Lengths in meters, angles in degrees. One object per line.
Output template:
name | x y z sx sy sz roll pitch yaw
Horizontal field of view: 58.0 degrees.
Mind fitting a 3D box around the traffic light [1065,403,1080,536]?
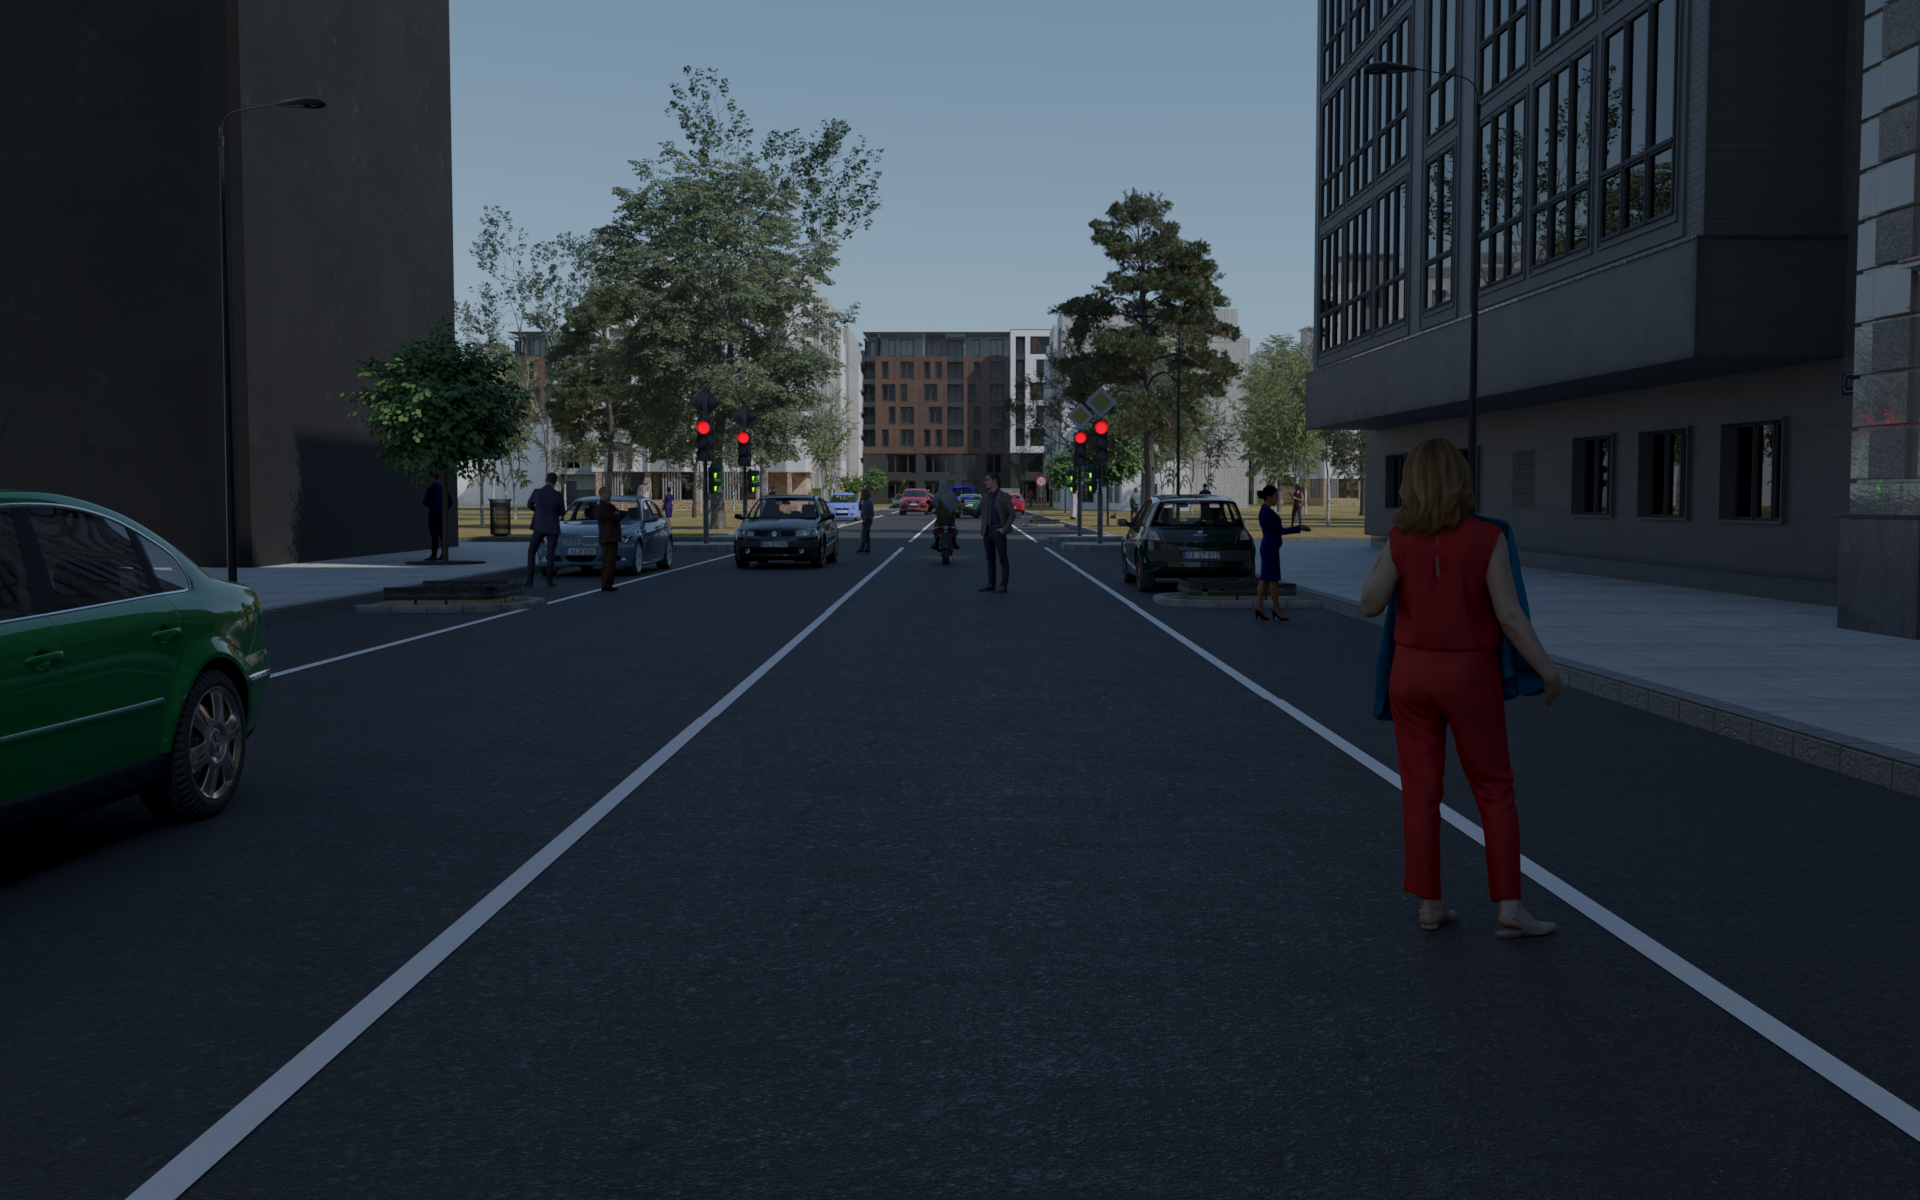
traffic light | 3.628 -3.882 52.717 0.839 4.213 0.868 0 4 0

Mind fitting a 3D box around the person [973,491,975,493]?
person | 1.178 -8.883 154.650 0.530 1.710 0.541 2 4 24

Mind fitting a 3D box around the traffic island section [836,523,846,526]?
traffic island section | -6.183 -3.401 78.464 1.991 0.108 1.994 0 4 0

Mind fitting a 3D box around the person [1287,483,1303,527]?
person | 11.462 -3.165 59.255 0.593 1.643 0.415 1 4 22

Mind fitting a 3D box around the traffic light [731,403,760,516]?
traffic light | -6.533 -3.883 52.729 0.839 4.213 0.868 0 4 0

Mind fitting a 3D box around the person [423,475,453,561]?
person | -10.179 -1.638 33.536 0.504 1.737 0.576 1 4 17

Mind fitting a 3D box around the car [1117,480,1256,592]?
car | 3.472 -1.039 26.775 2.009 1.686 4.222 0 4 1

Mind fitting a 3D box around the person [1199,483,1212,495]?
person | 10.450 -4.106 73.888 0.576 1.737 0.504 -1 4 -10

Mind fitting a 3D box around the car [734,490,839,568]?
car | -3.462 -1.538 34.927 2.009 1.686 4.222 0 4 2

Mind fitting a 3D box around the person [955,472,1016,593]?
person | 0.373 -0.994 25.290 0.750 1.759 0.617 -2 4 -35

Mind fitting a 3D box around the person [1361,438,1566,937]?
person | 1.647 0.273 5.736 0.444 1.614 0.593 -2 4 -34

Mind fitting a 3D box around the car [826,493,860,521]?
car | -6.280 -5.126 93.407 1.945 1.707 3.694 0 4 -1

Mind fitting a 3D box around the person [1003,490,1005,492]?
person | 3.232 -7.327 129.230 0.436 1.711 0.756 3 5 42

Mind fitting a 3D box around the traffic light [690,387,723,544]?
traffic light | -6.555 -3.394 44.744 0.839 4.213 0.868 0 4 0

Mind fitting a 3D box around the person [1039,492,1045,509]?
person | 7.096 -8.608 149.968 0.628 1.438 0.799 -3 5 -43

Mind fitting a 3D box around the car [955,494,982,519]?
car | 0.635 -5.547 102.488 2.131 1.459 4.920 0 4 1

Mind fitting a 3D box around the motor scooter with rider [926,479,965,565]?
motor scooter with rider | -0.271 -1.643 35.825 0.876 1.779 1.986 0 4 -1

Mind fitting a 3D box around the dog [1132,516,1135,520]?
dog | 5.323 -2.013 49.750 0.800 0.831 0.513 0 4 2

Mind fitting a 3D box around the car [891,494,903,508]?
car | -6.025 -10.193 178.453 2.131 1.459 4.920 0 4 0

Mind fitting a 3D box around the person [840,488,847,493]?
person | -9.200 -7.967 136.856 0.990 1.755 0.434 1 4 12

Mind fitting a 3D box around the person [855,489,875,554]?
person | -2.265 -1.891 41.631 0.429 1.552 0.499 1 4 13

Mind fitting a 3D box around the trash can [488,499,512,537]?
trash can | -13.860 -2.481 52.219 0.748 1.137 0.748 0 3 0

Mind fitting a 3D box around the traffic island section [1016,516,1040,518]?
traffic island section | 3.810 -5.040 105.271 1.991 0.108 1.994 0 4 0

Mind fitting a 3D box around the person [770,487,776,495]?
person | -11.710 -6.249 108.917 0.576 1.737 0.504 2 4 28

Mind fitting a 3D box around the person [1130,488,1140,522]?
person | 7.248 -3.902 72.047 0.499 1.552 0.429 0 4 7

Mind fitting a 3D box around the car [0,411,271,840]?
car | -4.215 0.151 6.328 1.959 1.807 4.718 0 4 2

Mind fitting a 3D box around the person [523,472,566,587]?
person | -6.440 -1.094 26.834 0.683 1.767 0.568 0 4 -8

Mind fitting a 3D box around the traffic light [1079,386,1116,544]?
traffic light | 3.606 -3.394 44.732 0.839 4.213 0.868 0 4 0

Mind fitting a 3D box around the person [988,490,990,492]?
person | 2.222 -7.635 134.265 0.756 1.711 0.436 0 4 2

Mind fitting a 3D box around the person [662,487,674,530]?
person | -10.314 -3.203 60.776 0.546 1.535 0.453 1 4 20

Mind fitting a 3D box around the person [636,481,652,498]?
person | -10.872 -3.237 59.642 0.551 1.740 0.621 -1 4 -8

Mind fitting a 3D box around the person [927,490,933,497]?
person | -2.758 -8.653 150.058 1.350 1.814 0.705 1 4 20

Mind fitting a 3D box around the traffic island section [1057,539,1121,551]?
traffic island section | 3.646 -1.380 44.845 2.009 0.180 2.903 0 4 0

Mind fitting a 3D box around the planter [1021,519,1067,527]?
planter | 3.732 -3.446 77.488 1.991 0.319 1.994 0 4 0

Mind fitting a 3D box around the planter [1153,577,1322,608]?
planter | 3.574 -0.101 22.795 1.991 0.319 1.994 0 4 0

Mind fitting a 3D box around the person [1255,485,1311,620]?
person | 3.625 -0.537 19.643 0.546 1.535 0.453 -1 4 -21

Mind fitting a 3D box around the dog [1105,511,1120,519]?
dog | 7.999 -4.462 90.694 0.550 0.427 0.748 -3 4 -38

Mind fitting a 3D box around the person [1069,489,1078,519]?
person | 5.783 -4.973 88.020 0.551 1.740 0.621 1 4 16

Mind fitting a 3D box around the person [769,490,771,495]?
person | -13.058 -6.797 119.380 0.569 1.553 0.471 -3 4 -36

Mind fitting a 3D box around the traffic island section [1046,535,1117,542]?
traffic island section | 3.668 -1.868 52.830 2.009 0.180 2.903 0 4 0

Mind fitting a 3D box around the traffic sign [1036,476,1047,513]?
traffic sign | 5.652 -7.359 120.426 0.768 2.556 0.104 0 4 2

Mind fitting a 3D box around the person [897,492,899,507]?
person | -6.486 -10.763 185.176 0.721 1.736 1.217 0 4 1

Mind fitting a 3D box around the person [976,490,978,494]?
person | 1.699 -10.351 177.756 0.705 1.822 1.348 2 4 24

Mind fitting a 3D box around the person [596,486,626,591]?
person | -5.182 -0.915 25.734 0.388 1.546 0.482 1 4 10

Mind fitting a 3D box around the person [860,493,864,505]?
person | -10.632 -11.178 189.600 0.445 1.727 0.742 2 4 31

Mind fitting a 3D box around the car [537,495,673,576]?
car | -6.458 -1.221 31.958 2.014 1.417 4.499 0 4 2

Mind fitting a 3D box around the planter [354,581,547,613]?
planter | -6.331 -0.047 21.904 1.991 0.319 1.994 0 4 0

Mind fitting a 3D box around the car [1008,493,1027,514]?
car | 3.694 -6.971 123.016 2.155 1.783 4.494 0 4 2

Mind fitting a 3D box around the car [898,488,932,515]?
car | -3.027 -6.691 118.076 2.281 1.827 5.304 0 4 2

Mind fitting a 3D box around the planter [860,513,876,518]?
planter | -6.102 -5.154 105.401 1.991 0.319 1.994 0 4 0

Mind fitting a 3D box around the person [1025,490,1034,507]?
person | 7.091 -10.327 175.612 0.721 1.743 1.217 -3 5 -43

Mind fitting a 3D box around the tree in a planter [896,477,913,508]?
tree in a planter | -5.891 -11.326 182.404 1.991 3.239 1.994 0 4 0

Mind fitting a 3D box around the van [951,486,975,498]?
van | 0.107 -8.134 137.375 2.240 2.365 5.245 0 4 -1

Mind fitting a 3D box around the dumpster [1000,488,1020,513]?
dumpster | 3.642 -7.552 131.697 1.865 1.857 1.264 0 4 -1
